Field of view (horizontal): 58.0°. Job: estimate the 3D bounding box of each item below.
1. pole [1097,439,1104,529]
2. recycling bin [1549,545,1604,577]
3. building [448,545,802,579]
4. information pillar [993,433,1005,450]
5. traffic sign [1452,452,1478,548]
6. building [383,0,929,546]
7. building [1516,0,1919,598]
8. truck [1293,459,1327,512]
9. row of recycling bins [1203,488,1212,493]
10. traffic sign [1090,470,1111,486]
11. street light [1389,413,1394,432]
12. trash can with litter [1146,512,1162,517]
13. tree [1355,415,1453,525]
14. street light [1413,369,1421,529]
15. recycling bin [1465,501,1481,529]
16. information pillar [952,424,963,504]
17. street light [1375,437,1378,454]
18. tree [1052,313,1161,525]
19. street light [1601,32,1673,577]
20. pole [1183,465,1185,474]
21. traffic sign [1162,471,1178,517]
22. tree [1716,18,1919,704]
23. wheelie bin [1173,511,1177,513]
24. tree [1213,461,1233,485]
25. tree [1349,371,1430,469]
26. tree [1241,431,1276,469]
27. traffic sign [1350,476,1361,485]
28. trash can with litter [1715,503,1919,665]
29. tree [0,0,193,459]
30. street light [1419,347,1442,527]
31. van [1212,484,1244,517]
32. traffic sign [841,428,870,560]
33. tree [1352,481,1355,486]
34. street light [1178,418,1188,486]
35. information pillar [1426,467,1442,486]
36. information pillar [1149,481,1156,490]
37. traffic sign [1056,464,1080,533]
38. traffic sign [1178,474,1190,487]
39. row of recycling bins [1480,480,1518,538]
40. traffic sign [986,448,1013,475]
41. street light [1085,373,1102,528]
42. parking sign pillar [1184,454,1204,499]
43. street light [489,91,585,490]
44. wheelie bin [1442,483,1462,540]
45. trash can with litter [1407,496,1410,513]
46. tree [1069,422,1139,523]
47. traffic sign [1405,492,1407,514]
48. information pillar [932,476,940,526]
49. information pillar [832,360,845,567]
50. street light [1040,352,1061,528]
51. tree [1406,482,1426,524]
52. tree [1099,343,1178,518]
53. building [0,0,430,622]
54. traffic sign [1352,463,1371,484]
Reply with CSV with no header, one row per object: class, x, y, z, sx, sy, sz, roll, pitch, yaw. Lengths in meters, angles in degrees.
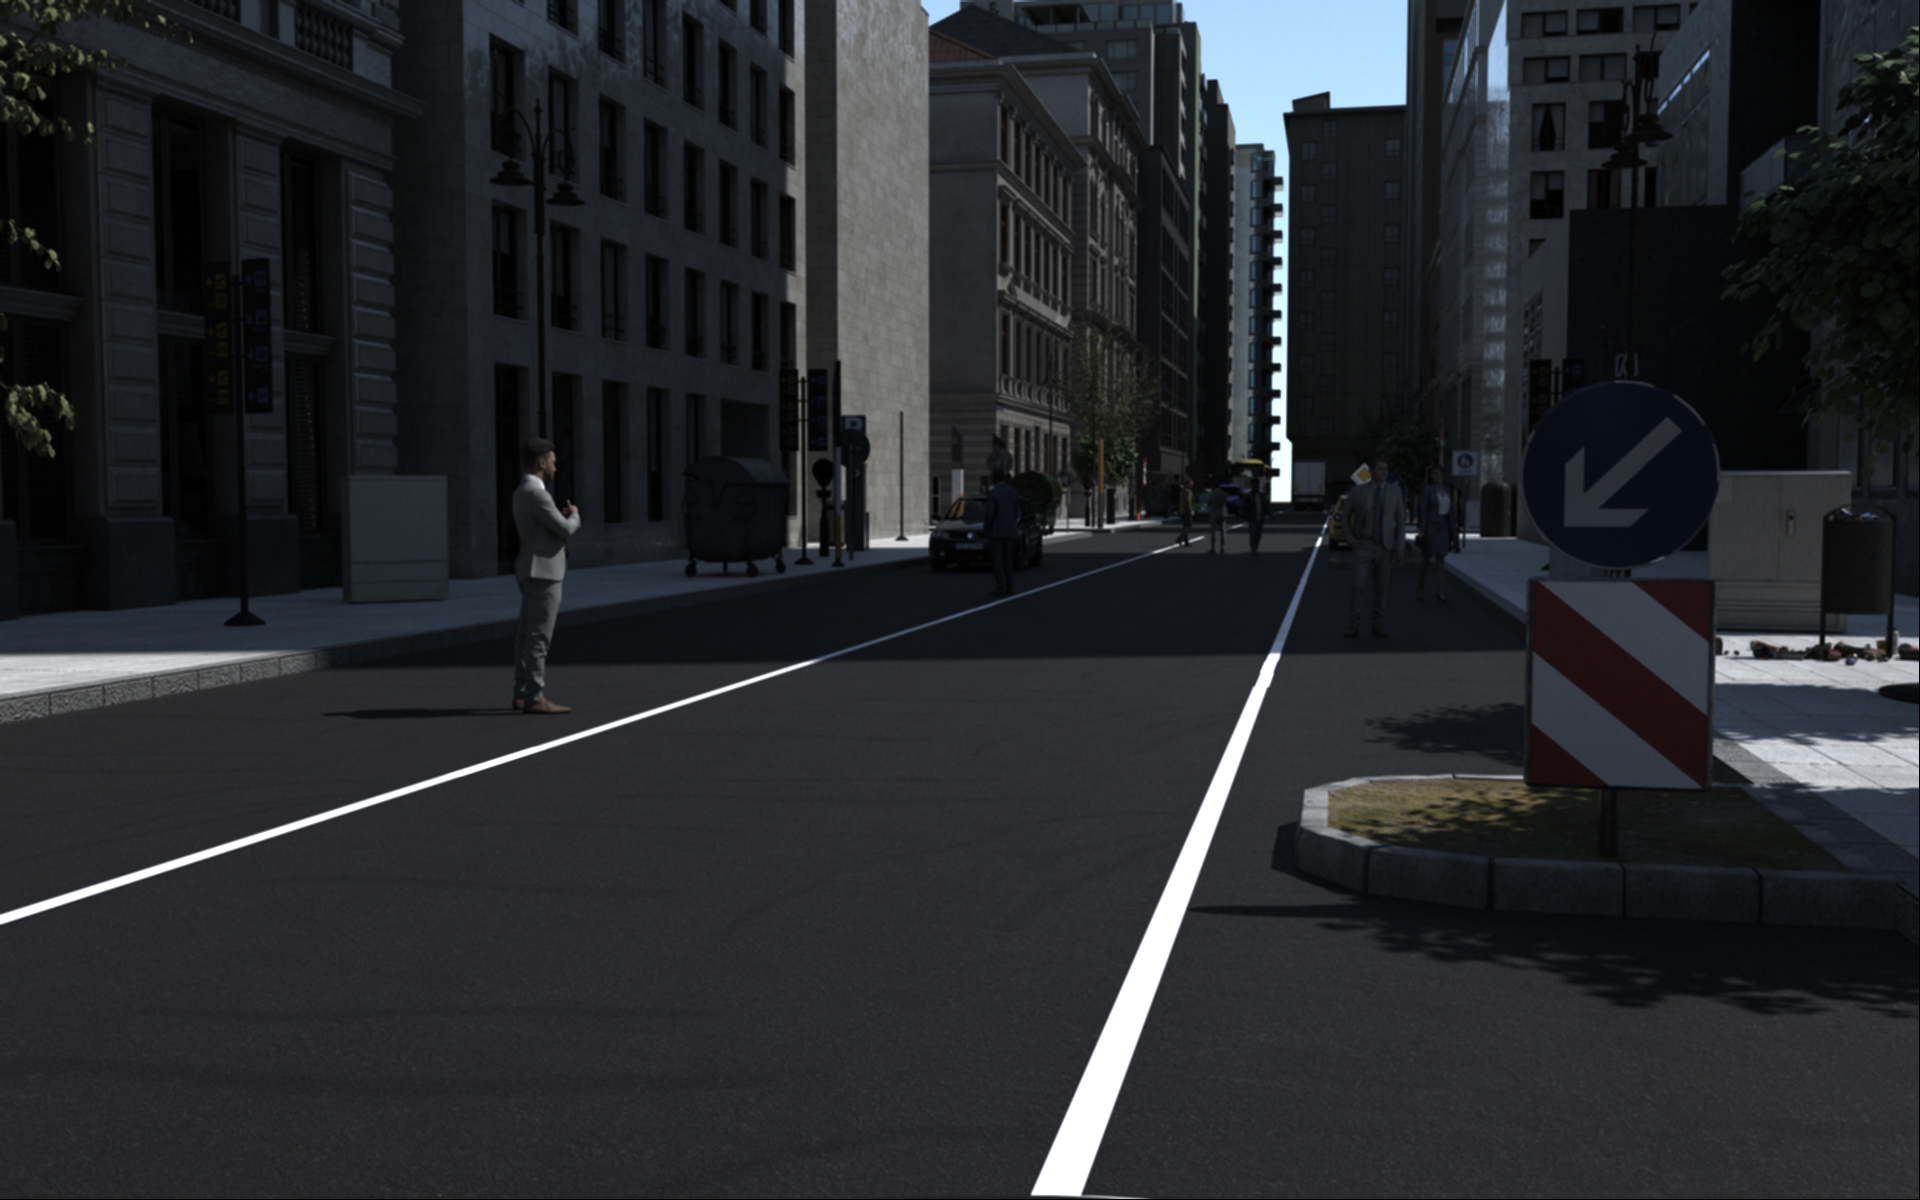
pole,5.221,-4.313,64.368,0.158,3.312,0.155,0,3,0
recycling bin,8.872,-0.735,24.566,0.722,1.027,0.722,-2,4,-31
building,-10.596,-11.005,34.680,10.420,20.320,16.860,1,4,12
information pillar,1.466,-4.545,65.662,0.504,3.616,0.183,0,4,7
traffic sign,11.901,-2.368,40.844,0.606,2.300,0.079,1,4,17
building,-10.315,-12.065,52.021,16.860,20.320,10.420,1,4,12
building,23.634,-43.859,29.760,22.319,86.520,31.000,1,4,12
truck,29.254,-9.540,144.889,2.839,4.237,11.283,1,4,12
row of recycling bins,17.653,-7.127,123.643,1.069,1.692,3.534,1,4,15
traffic sign,5.277,-3.760,65.123,0.795,2.450,0.064,1,4,12
street light,24.586,-7.727,99.120,0.468,5.910,1.993,1,4,12
trash can with litter,10.800,-5.215,96.645,1.055,1.170,0.624,2,4,24
tree,18.680,-5.372,71.547,4.285,4.588,4.351,0,3,0
street light,16.707,-5.512,62.903,0.468,5.910,1.993,1,4,12
recycling bin,19.237,-3.169,64.368,0.722,1.027,0.722,0,4,3
information pillar,-0.092,-4.074,57.963,0.183,3.616,0.504,-3,5,-42
street light,32.548,-9.949,135.447,0.468,5.910,1.993,1,4,12
tree,5.806,-7.376,70.955,4.737,8.622,4.395,0,3,0
street light,6.967,-2.764,17.976,0.468,5.910,1.993,1,4,12
pole,15.603,-7.774,120.942,0.158,3.312,0.155,0,3,0
traffic sign,11.609,-5.861,95.830,0.884,2.594,0.081,1,4,16
tree,6.521,-1.653,10.748,4.285,4.588,4.351,0,3,0
wheelie bin,14.604,-6.713,117.658,0.980,1.594,0.693,1,4,23
tree,26.480,-11.356,169.380,4.285,4.588,4.351,0,3,0
tree,25.686,-9.318,102.713,4.360,8.622,3.978,0,3,0
tree,34.375,-15.271,200.047,4.360,8.622,3.978,0,3,0
traffic sign,14.598,-3.635,63.075,0.795,2.450,0.064,1,4,12
trash can with litter,6.679,-0.165,13.761,2.233,1.210,1.678,1,4,8
tree,-6.901,-3.672,10.396,4.737,8.622,4.395,0,3,0
street light,14.832,-4.994,54.444,0.468,5.910,1.993,1,4,12
van,16.733,-6.365,108.448,2.240,2.365,5.245,1,4,13
traffic sign,-2.115,-2.047,33.581,0.768,2.556,0.104,1,4,18
tree,21.155,-5.923,80.548,4.285,4.588,4.351,0,3,0
street light,13.337,-8.008,103.720,0.468,5.910,1.993,1,4,12
information pillar,12.661,-2.557,46.301,0.304,2.012,0.304,-3,5,-39
information pillar,11.021,-5.788,99.130,0.304,2.012,0.304,0,4,-6
traffic sign,3.574,-3.283,57.321,0.795,2.450,0.064,1,4,12
traffic sign,14.038,-6.644,108.727,0.768,2.556,0.104,1,4,21
row of recycling bins,17.122,-2.734,51.812,3.534,1.692,1.069,-2,4,-25
traffic sign,1.105,-2.953,48.389,0.768,2.556,0.104,1,4,13
street light,5.100,-5.711,66.171,0.468,5.910,1.993,1,4,12
parking sign pillar,15.603,-7.785,115.755,1.447,3.967,1.447,-1,4,-20
street light,-4.933,-2.913,20.411,0.468,5.910,1.993,1,4,12
wheelie bin,13.474,-2.473,48.348,0.980,1.594,0.693,-1,4,-11
trash can with litter,30.418,-6.416,116.280,0.624,1.170,1.055,3,4,36
tree,6.295,-5.665,76.341,4.285,4.588,4.351,0,3,0
traffic sign,21.417,-5.080,83.171,0.768,2.556,0.104,1,4,15
information pillar,-0.970,-3.963,69.286,0.304,2.012,0.304,0,4,-1
information pillar,-2.171,-2.400,30.591,0.183,3.616,0.504,-1,4,-11
street light,2.963,-5.122,56.540,0.468,5.910,1.993,1,4,12
tree,19.735,-4.915,74.966,1.663,3.219,1.824,0,3,0
tree,8.613,-8.252,85.279,4.360,8.622,3.978,0,3,0
building,-14.648,-11.460,16.243,11.050,23.489,19.941,1,4,12
traffic sign,12.895,-3.158,55.273,0.795,2.450,0.064,1,4,12
